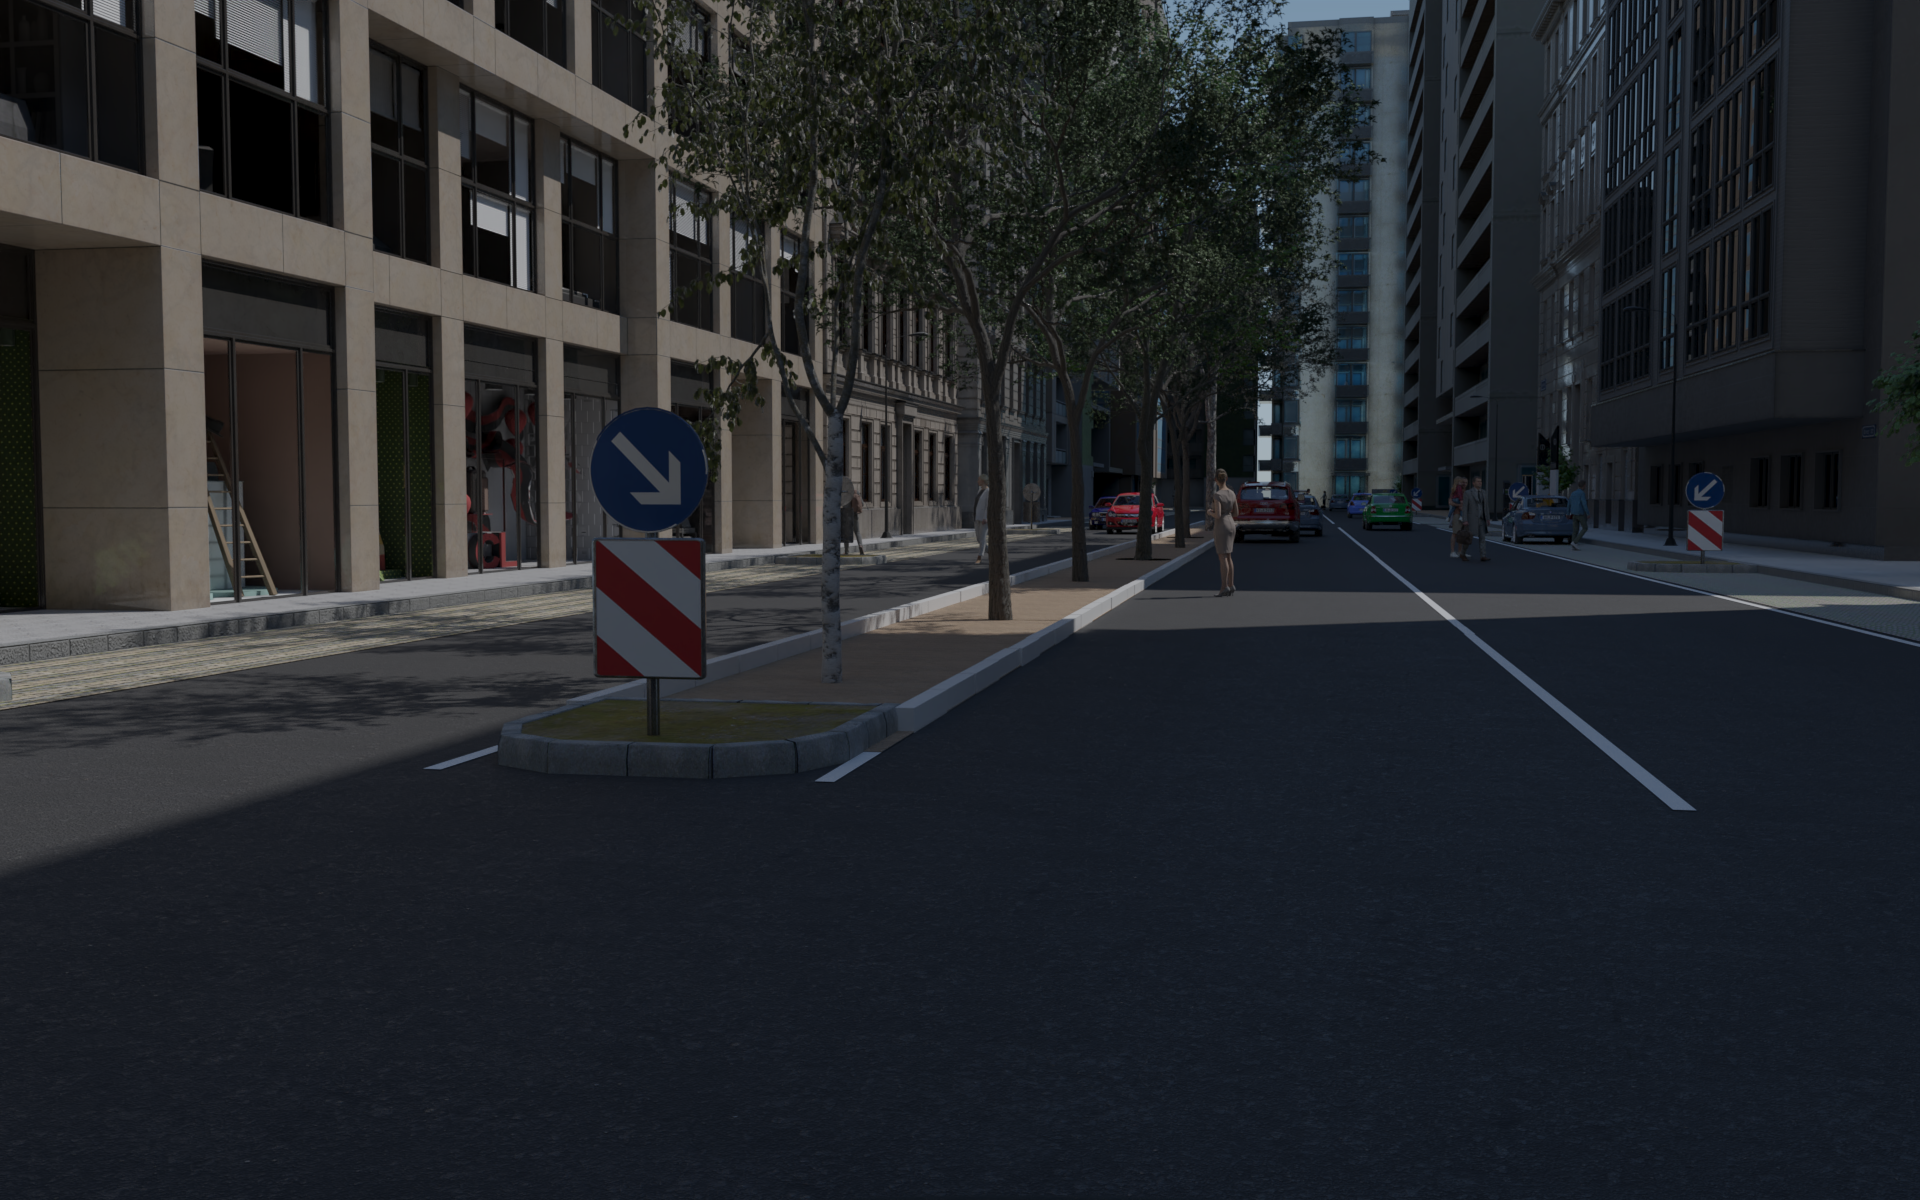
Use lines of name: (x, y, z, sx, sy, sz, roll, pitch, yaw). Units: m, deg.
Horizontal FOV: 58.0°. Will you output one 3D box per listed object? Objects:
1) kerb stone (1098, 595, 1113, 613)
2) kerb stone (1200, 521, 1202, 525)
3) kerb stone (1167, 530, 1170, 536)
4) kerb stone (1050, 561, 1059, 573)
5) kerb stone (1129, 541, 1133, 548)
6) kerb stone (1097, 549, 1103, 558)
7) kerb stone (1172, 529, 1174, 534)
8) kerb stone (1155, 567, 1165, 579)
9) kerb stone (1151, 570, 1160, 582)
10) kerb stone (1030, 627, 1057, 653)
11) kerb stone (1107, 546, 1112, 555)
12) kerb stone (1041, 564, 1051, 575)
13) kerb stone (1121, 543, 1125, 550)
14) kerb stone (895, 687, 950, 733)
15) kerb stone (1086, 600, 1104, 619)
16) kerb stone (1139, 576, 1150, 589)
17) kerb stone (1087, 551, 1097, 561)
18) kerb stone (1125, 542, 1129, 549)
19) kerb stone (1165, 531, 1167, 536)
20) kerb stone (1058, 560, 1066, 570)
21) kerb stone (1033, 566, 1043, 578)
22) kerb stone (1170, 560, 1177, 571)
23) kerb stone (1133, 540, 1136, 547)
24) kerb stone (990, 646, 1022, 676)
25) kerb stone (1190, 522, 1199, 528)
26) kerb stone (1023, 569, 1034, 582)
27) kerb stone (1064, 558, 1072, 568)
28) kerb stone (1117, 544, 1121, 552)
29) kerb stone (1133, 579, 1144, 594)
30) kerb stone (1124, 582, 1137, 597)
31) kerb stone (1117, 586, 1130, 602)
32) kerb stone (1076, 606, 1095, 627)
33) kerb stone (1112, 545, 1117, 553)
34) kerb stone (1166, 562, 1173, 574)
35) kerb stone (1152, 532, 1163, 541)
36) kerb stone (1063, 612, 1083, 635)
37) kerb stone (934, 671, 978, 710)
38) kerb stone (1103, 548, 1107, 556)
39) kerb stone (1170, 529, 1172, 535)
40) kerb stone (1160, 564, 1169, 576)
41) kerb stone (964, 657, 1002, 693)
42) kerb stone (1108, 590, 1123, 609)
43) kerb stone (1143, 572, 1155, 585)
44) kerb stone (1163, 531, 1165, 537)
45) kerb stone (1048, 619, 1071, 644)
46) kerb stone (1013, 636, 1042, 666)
kerb stone: (1.714, 0.075, 20.965, 0.120, 0.150, 1.000, 1, 4, 11)
kerb stone: (10.643, -3.393, 77.711, 0.120, 0.150, 1.000, 1, 4, 11)
kerb stone: (6.906, -2.222, 58.566, 0.120, 0.150, 1.000, 1, 4, 11)
kerb stone: (1.628, -0.564, 31.410, 0.120, 0.150, 1.000, 1, 4, 11)
kerb stone: (4.359, -1.425, 45.493, 0.120, 0.150, 1.000, 1, 4, 11)
kerb stone: (2.997, -0.995, 38.458, 0.120, 0.150, 1.000, 1, 4, 11)
kerb stone: (7.302, -2.348, 60.588, 0.120, 0.150, 1.000, 1, 4, 11)
kerb stone: (3.286, -0.416, 29.006, 0.120, 0.150, 1.000, 1, 4, 11)
kerb stone: (3.088, -0.355, 28.003, 0.120, 0.150, 1.000, 1, 4, 11)
kerb stone: (0.738, 0.384, 15.919, 0.120, 0.150, 1.000, 1, 4, 11)
kerb stone: (3.378, -1.118, 40.467, 0.120, 0.150, 1.000, 1, 4, 11)
kerb stone: (1.424, -0.502, 30.409, 0.120, 0.150, 1.000, 1, 4, 11)
kerb stone: (3.967, -1.302, 43.477, 0.120, 0.150, 1.000, 1, 4, 11)
kerb stone: (-0.239, 0.692, 10.883, 0.120, 0.150, 1.000, 1, 4, 11)
kerb stone: (1.519, 0.137, 19.958, 0.120, 0.150, 1.000, 1, 4, 11)
kerb stone: (2.706, -0.228, 25.994, 0.120, 0.150, 1.000, 1, 4, 11)
kerb stone: (2.801, -0.933, 37.453, 0.120, 0.150, 1.000, 1, 4, 11)
kerb stone: (4.165, -1.361, 44.488, 0.120, 0.150, 1.000, 1, 4, 11)
kerb stone: (6.712, -2.163, 57.562, 0.120, 0.150, 1.000, 1, 4, 11)
kerb stone: (1.810, -0.625, 32.417, 0.120, 0.150, 1.000, 1, 4, 11)
kerb stone: (1.226, -0.437, 29.401, 0.120, 0.150, 1.000, 1, 4, 11)
kerb stone: (3.874, -0.601, 32.019, 0.120, 0.150, 1.000, 1, 4, 11)
kerb stone: (4.555, -1.478, 46.497, 0.120, 0.150, 1.000, 1, 4, 11)
kerb stone: (0.339, 0.507, 13.901, 0.120, 0.150, 1.000, 1, 4, 11)
kerb stone: (10.249, -3.272, 75.700, 0.120, 0.150, 1.000, 1, 4, 11)
kerb stone: (1.031, -0.375, 28.388, 0.120, 0.150, 1.000, 1, 4, 11)
kerb stone: (2.007, -0.687, 33.420, 0.120, 0.150, 1.000, 1, 4, 11)
kerb stone: (3.774, -1.240, 42.473, 0.120, 0.150, 1.000, 1, 4, 11)
kerb stone: (2.509, -0.169, 24.991, 0.120, 0.150, 1.000, 1, 4, 11)
kerb stone: (2.307, -0.109, 23.985, 0.120, 0.150, 1.000, 1, 4, 11)
kerb stone: (2.111, -0.048, 22.981, 0.120, 0.150, 1.000, 1, 4, 11)
kerb stone: (1.328, 0.199, 18.940, 0.120, 0.150, 1.000, 1, 4, 11)
kerb stone: (3.581, -1.179, 41.469, 0.120, 0.150, 1.000, 1, 4, 11)
kerb stone: (3.677, -0.539, 31.013, 0.120, 0.150, 1.000, 1, 4, 11)
kerb stone: (6.315, -2.038, 55.536, 0.120, 0.150, 1.000, 1, 4, 11)
kerb stone: (1.131, 0.263, 17.937, 0.120, 0.150, 1.000, 1, 4, 11)
kerb stone: (-0.047, 0.630, 11.887, 0.120, 0.150, 1.000, 1, 4, 11)
kerb stone: (3.183, -1.053, 39.464, 0.120, 0.150, 1.000, 1, 4, 11)
kerb stone: (7.096, -2.286, 59.578, 0.120, 0.150, 1.000, 1, 4, 11)
kerb stone: (3.485, -0.478, 30.009, 0.120, 0.150, 1.000, 1, 4, 11)
kerb stone: (0.151, 0.569, 12.892, 0.120, 0.150, 1.000, 1, 4, 11)
kerb stone: (1.920, 0.014, 21.966, 0.120, 0.150, 1.000, 1, 4, 11)
kerb stone: (2.892, -0.294, 26.999, 0.120, 0.150, 1.000, 1, 4, 11)
kerb stone: (6.515, -2.101, 56.553, 0.120, 0.150, 1.000, 1, 4, 11)
kerb stone: (0.939, 0.322, 16.930, 0.120, 0.150, 1.000, 1, 4, 11)
kerb stone: (0.556, 0.446, 14.910, 0.120, 0.150, 1.000, 1, 4, 11)
